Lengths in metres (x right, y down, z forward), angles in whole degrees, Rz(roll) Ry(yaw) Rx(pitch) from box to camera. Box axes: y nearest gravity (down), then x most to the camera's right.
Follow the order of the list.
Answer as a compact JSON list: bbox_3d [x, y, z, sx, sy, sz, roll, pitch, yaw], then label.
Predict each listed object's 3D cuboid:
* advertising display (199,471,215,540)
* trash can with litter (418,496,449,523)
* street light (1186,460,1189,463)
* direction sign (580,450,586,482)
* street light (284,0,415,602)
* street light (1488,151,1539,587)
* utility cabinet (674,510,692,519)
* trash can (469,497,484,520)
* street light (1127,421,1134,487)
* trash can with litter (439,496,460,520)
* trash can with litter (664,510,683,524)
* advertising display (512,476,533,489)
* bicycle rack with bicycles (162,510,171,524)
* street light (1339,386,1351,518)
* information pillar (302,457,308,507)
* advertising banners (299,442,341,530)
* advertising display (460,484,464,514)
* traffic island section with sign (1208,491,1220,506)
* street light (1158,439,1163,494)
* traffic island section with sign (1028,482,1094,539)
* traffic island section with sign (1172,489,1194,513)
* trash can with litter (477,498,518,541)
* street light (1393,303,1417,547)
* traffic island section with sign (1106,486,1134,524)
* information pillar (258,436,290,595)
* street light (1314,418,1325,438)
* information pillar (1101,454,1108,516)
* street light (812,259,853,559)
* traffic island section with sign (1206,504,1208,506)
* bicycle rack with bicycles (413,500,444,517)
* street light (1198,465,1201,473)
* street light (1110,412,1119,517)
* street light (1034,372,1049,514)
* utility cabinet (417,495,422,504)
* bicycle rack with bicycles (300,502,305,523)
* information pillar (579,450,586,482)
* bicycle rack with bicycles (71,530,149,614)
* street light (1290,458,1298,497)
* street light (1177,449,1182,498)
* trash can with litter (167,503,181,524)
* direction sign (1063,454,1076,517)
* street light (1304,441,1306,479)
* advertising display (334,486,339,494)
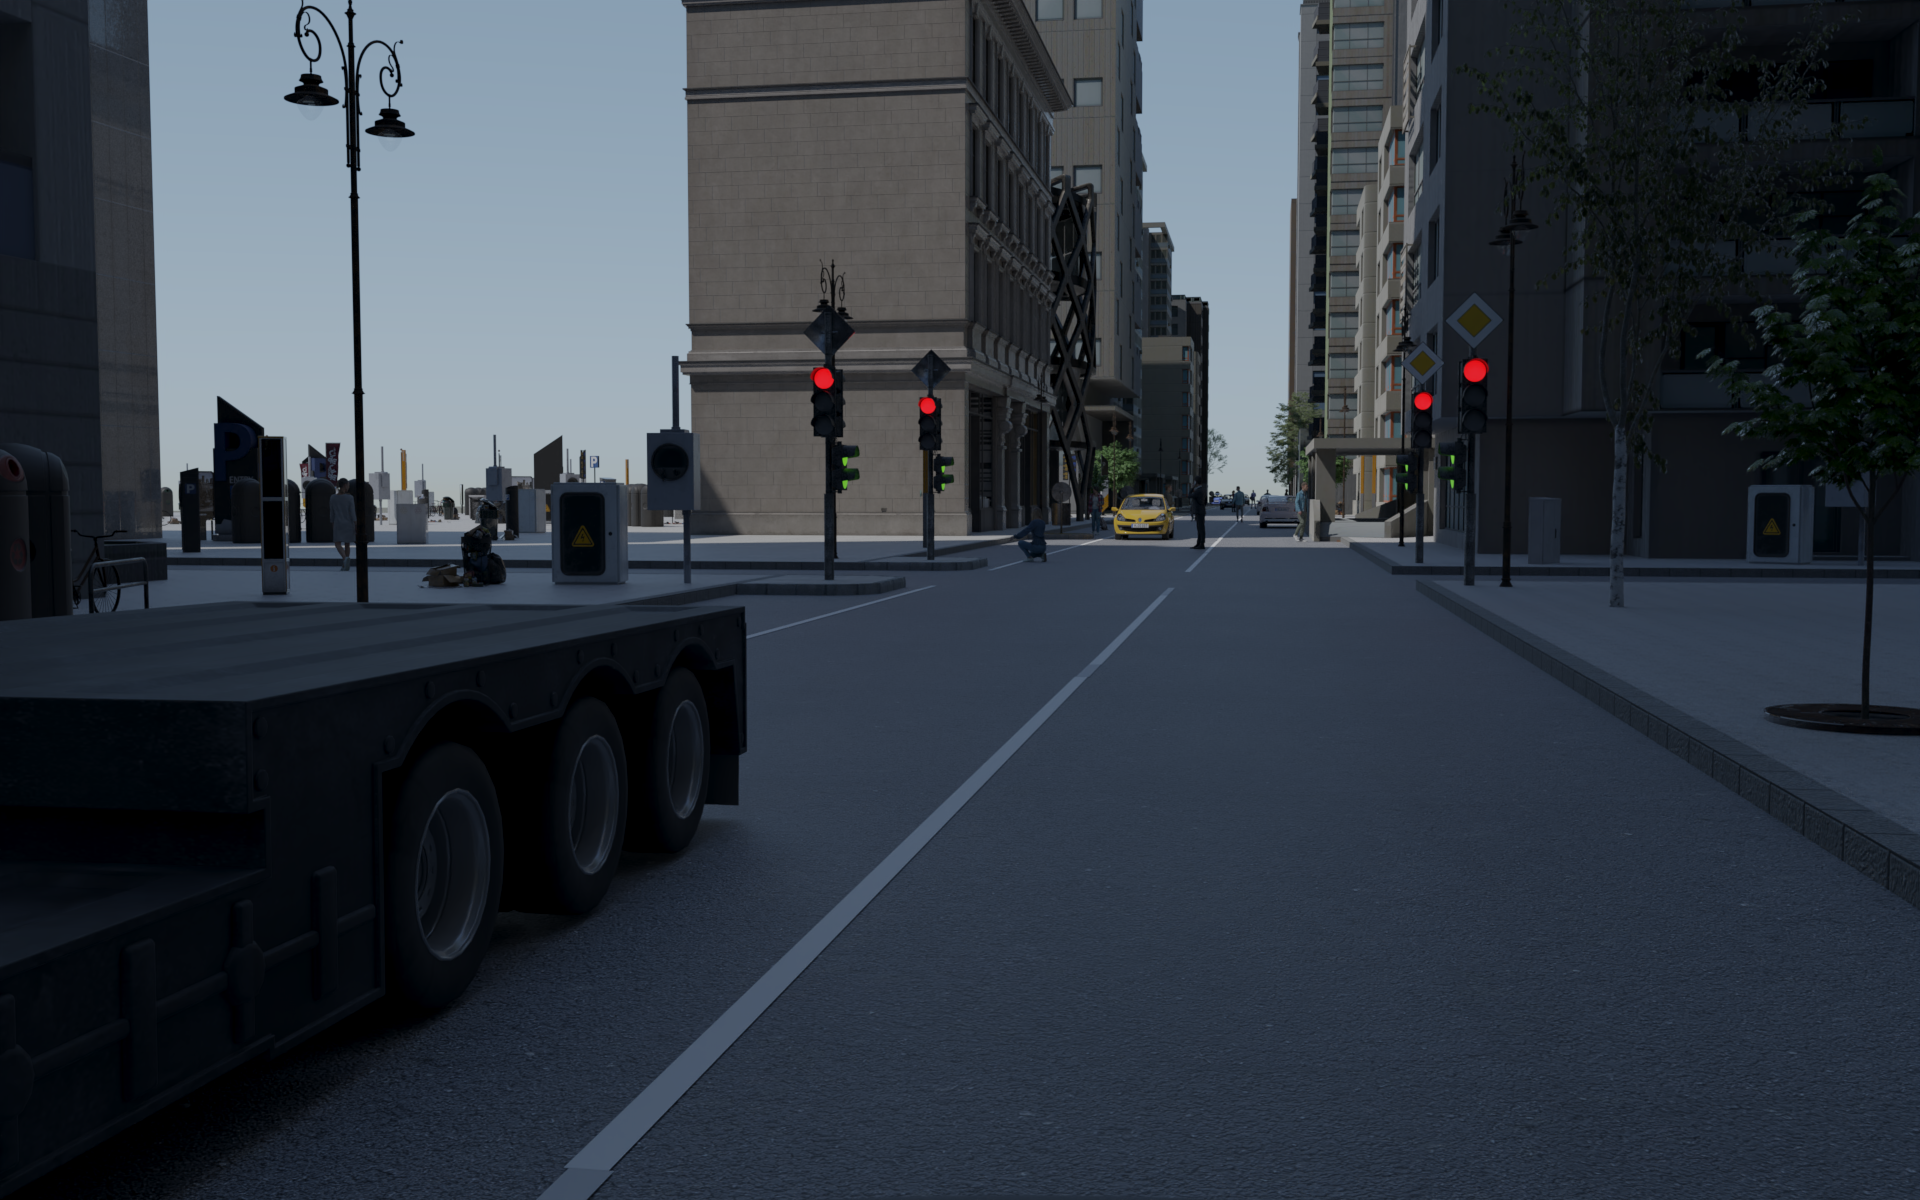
[{"bbox_3d":[-21.075,-2.616,47.978,0.123,1.923,0.974,2,4,24],"label":"advertising display"},{"bbox_3d":[-24.101,-4.118,78.393,2.233,1.210,1.678,2,4,26],"label":"trash can with litter"},{"bbox_3d":[25.130,-13.380,191.557,0.468,5.910,1.993,1,4,10],"label":"street light"},{"bbox_3d":[-19.394,-5.942,89.153,0.379,3.537,0.876,0,4,2],"label":"direction sign"},{"bbox_3d":[-5.692,-2.664,16.344,0.468,5.910,1.993,1,4,10],"label":"street light"},{"bbox_3d":[7.554,-3.119,23.781,0.468,5.910,1.993,1,4,10],"label":"street light"},{"bbox_3d":[-13.871,-4.826,87.587,1.173,1.500,0.318,-1,4,-21],"label":"utility cabinet"},{"bbox_3d":[-23.684,-4.475,84.823,0.748,1.137,0.748,0,3,0],"label":"trash can"},{"bbox_3d":[10.820,-8.401,110.147,0.468,5.910,1.993,1,4,10],"label":"street light"},{"bbox_3d":[-25.269,-4.555,85.855,0.624,1.170,1.055,1,4,15],"label":"trash can with litter"},{"bbox_3d":[-12.123,-3.821,73.525,2.233,1.210,1.678,1,4,15],"label":"trash can with litter"},{"bbox_3d":[-15.723,-3.474,62.011,0.123,1.923,0.974,3,5,40],"label":"advertising display"},{"bbox_3d":[-33.230,-3.396,68.904,2.925,0.926,2.852,-1,4,-10],"label":"bicycle rack with bicycles"},{"bbox_3d":[16.400,-6.185,73.914,0.468,5.910,1.993,1,4,10],"label":"street light"},{"bbox_3d":[-38.696,-6.805,102.617,0.504,3.616,0.183,-1,4,-14],"label":"information pillar"},{"bbox_3d":[-22.010,-3.827,58.754,2.074,3.025,0.090,0,4,1],"label":"advertising banners"},{"bbox_3d":[-32.291,-6.546,112.246,0.123,1.923,0.974,-1,4,-22],"label":"advertising display"},{"bbox_3d":[31.100,-12.540,213.653,1.989,1.847,2.006,1,4,10],"label":"traffic island section with sign"},{"bbox_3d":[16.439,-10.343,141.896,0.468,5.910,1.993,1,4,10],"label":"street light"},{"bbox_3d":[3.283,-2.881,55.729,1.989,1.847,2.006,1,4,10],"label":"traffic island section with sign"},{"bbox_3d":[16.693,-7.539,131.885,1.989,1.847,2.006,1,4,10],"label":"traffic island section with sign"},{"bbox_3d":[-12.816,-2.239,48.001,1.055,1.170,0.624,-2,4,-23],"label":"trash can with litter"},{"bbox_3d":[10.793,-4.243,42.163,0.468,5.910,1.993,1,4,10],"label":"street light"},{"bbox_3d":[8.012,-4.523,82.571,1.989,1.847,2.006,1,4,10],"label":"traffic island section with sign"},{"bbox_3d":[-8.740,-1.076,22.081,0.304,2.012,0.304,-1,4,-14],"label":"information pillar"},{"bbox_3d":[21.964,-8.128,105.672,0.468,5.910,1.993,1,4,10],"label":"street light"},{"bbox_3d":[8.534,-6.792,102.406,0.504,3.616,0.183,-2,4,-28],"label":"information pillar"},{"bbox_3d":[-2.502,-3.759,34.255,0.468,5.910,1.993,1,4,10],"label":"street light"},{"bbox_3d":[21.371,-9.162,158.433,1.989,1.847,2.006,1,4,10],"label":"traffic island section with sign"},{"bbox_3d":[-30.561,-5.292,99.900,2.852,0.926,2.925,1,4,20],"label":"bicycle rack with bicycles"},{"bbox_3d":[30.929,-15.370,224.094,0.468,5.910,1.993,1,4,10],"label":"street light"},{"bbox_3d":[8.726,-7.656,97.971,0.468,5.910,1.993,1,4,10],"label":"street light"},{"bbox_3d":[3.094,-5.702,66.008,0.468,5.910,1.993,1,4,10],"label":"street light"},{"bbox_3d":[-32.032,-5.605,102.808,0.306,1.237,1.020,-1,4,-12],"label":"utility cabinet"},{"bbox_3d":[-29.906,-3.839,76.145,2.852,0.926,2.925,0,4,1],"label":"bicycle rack with bicycles"},{"bbox_3d":[-19.776,-6.088,90.887,0.183,3.616,0.504,2,4,25],"label":"information pillar"},{"bbox_3d":[-9.465,-0.232,17.174,2.852,0.926,2.925,-1,4,-8],"label":"bicycle rack with bicycles"},{"bbox_3d":[38.485,-13.849,199.210,0.468,5.910,1.993,1,4,10],"label":"street light"},{"bbox_3d":[22.021,-12.285,173.651,0.468,5.910,1.993,1,4,10],"label":"street light"},{"bbox_3d":[-33.134,-3.811,73.703,0.624,1.170,1.055,3,4,36],"label":"trash can with litter"},{"bbox_3d":[6.173,-6.461,97.638,0.876,3.537,0.379,2,4,35],"label":"direction sign"},{"bbox_3d":[29.665,-10.790,149.200,0.468,5.910,1.993,1,4,10],"label":"street light"},{"bbox_3d":[-29.034,-4.597,80.371,0.123,1.923,0.974,0,4,-2],"label":"advertising display"}]
